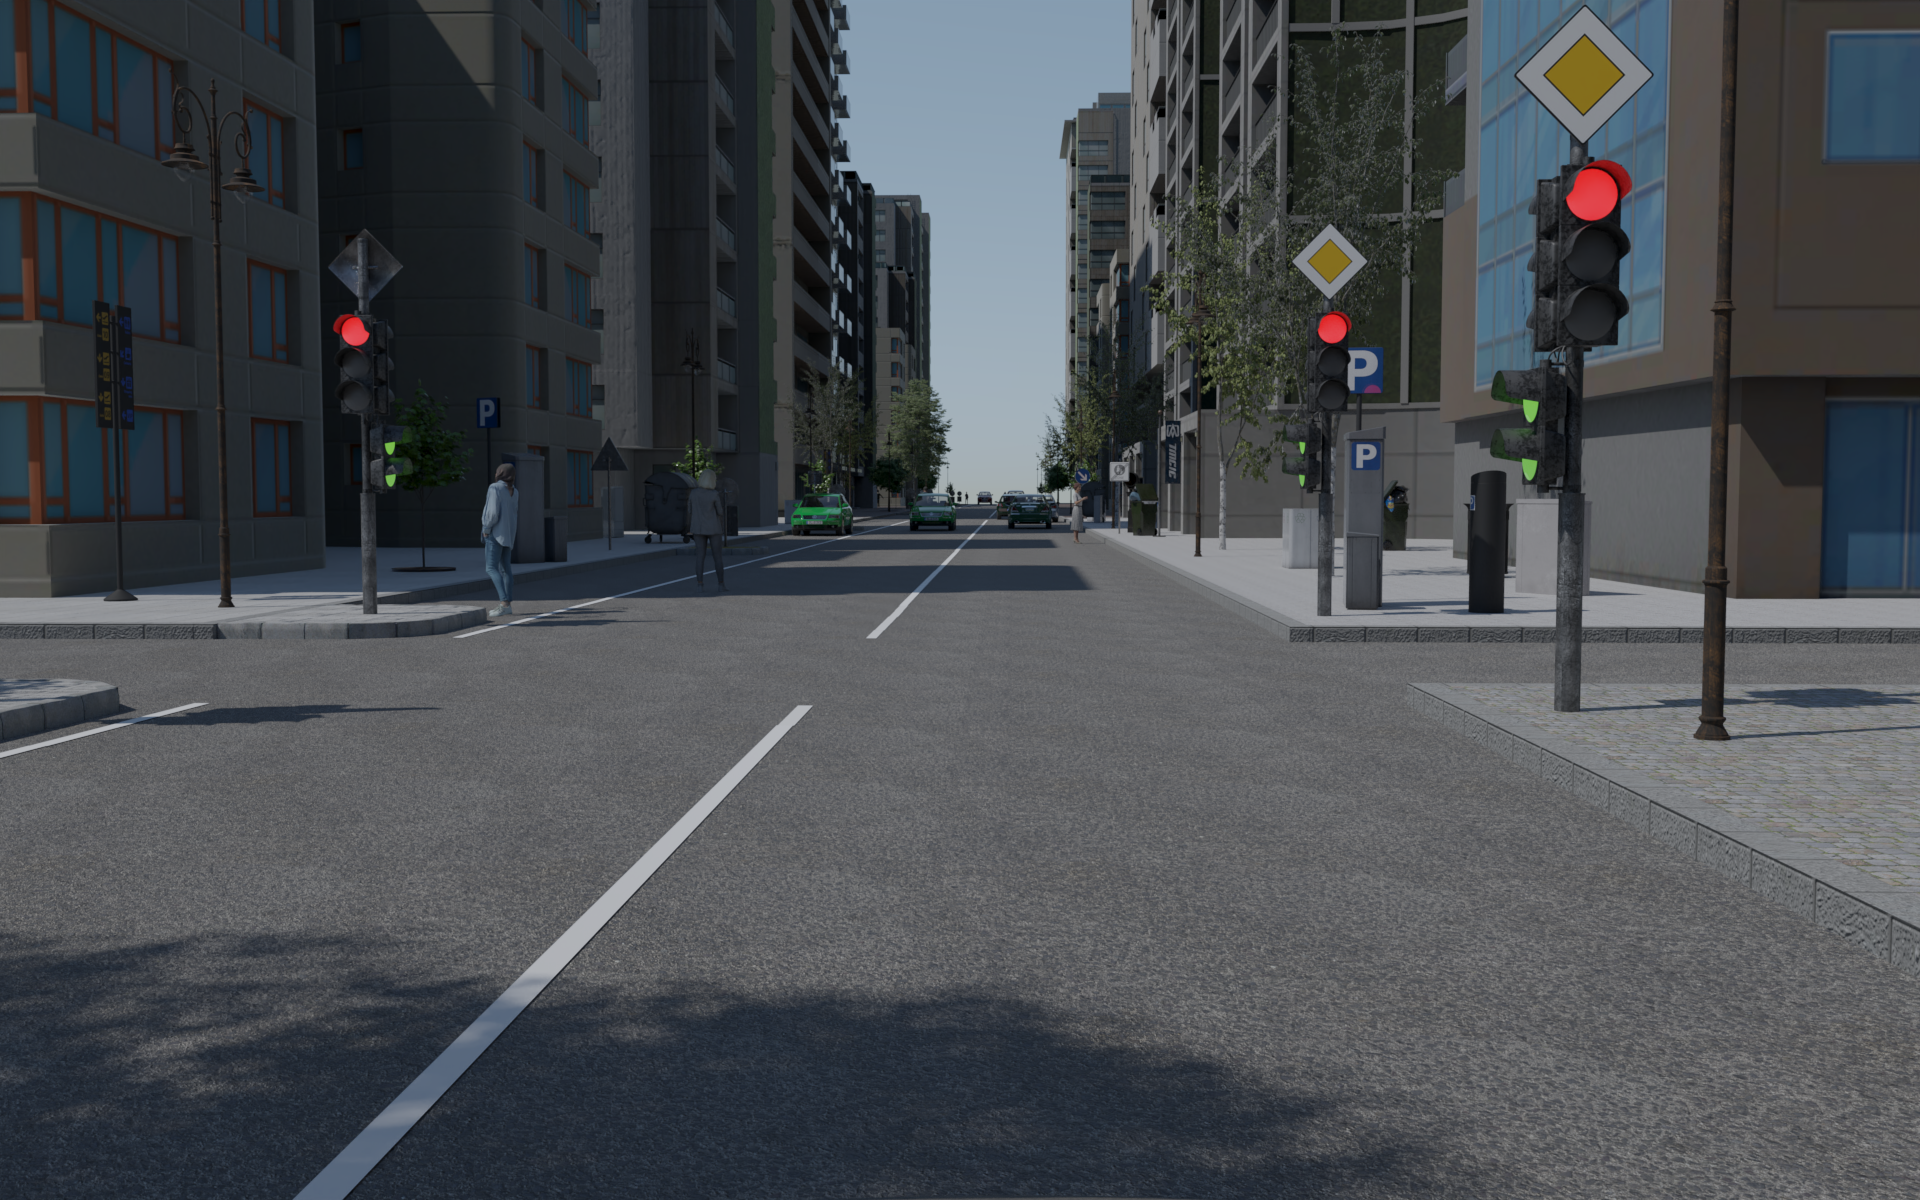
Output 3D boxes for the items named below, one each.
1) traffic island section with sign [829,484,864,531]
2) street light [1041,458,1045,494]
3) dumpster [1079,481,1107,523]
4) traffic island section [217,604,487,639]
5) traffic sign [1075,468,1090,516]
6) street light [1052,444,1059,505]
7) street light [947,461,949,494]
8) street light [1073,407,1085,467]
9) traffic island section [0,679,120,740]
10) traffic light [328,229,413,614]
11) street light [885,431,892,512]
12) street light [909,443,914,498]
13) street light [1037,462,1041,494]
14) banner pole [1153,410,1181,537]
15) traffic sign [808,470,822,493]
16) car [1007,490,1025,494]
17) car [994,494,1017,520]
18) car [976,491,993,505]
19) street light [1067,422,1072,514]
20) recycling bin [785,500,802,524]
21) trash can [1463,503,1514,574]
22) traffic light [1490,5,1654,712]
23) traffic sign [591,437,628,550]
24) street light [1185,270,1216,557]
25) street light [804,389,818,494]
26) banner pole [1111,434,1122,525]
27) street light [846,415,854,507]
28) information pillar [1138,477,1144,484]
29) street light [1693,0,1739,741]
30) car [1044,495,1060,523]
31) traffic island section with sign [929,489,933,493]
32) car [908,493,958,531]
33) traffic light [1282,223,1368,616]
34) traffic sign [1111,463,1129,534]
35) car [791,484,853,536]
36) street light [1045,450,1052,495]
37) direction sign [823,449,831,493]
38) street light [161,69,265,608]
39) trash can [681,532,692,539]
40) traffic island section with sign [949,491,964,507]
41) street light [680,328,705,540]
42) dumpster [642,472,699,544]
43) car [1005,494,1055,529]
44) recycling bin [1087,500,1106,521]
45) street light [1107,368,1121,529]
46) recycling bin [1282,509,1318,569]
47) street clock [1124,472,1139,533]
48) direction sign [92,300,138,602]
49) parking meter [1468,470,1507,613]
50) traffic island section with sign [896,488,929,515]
[{"bbox_3d":[-4.825,-3.655,68.380,1.989,1.847,2.006,0,4,2],"label":"traffic island section with sign"},{"bbox_3d":[9.652,-13.622,195.508,0.468,5.910,1.993,0,4,2],"label":"street light"},{"bbox_3d":[6.026,-4.465,78.766,1.264,1.857,1.865,0,4,2],"label":"dumpster"},{"bbox_3d":[-6.331,0.229,18.542,2.009,0.180,2.903,0,4,2],"label":"traffic island section"},{"bbox_3d":[6.082,-5.256,86.041,0.768,2.556,0.104,0,4,3],"label":"traffic sign"},{"bbox_3d":[7.921,-10.249,140.365,0.468,5.910,1.993,0,4,2],"label":"street light"},{"bbox_3d":[-1.660,-16.065,235.442,0.468,5.910,1.993,0,4,2],"label":"street light"},{"bbox_3d":[6.465,-7.319,92.452,0.468,5.910,1.993,0,4,2],"label":"street light"},{"bbox_3d":[-6.573,0.717,10.561,2.009,0.180,2.903,0,4,2],"label":"traffic island section"},{"bbox_3d":[-6.291,-1.803,18.406,0.839,4.253,0.868,0,4,2],"label":"traffic light"},{"bbox_3d":[-5.073,-9.273,124.395,0.468,5.910,1.993,0,4,2],"label":"street light"},{"bbox_3d":[-4.216,-10.996,152.567,0.468,5.910,1.993,0,4,2],"label":"street light"},{"bbox_3d":[10.521,-15.349,223.739,0.468,5.910,1.993,0,4,2],"label":"street light"},{"bbox_3d":[6.205,-3.780,51.818,0.863,3.779,0.401,0,4,-2],"label":"banner pole"},{"bbox_3d":[-6.287,-4.462,75.088,0.606,2.300,0.079,0,4,4],"label":"traffic sign"},{"bbox_3d":[5.208,-9.381,162.047,2.281,1.827,5.304,0,4,1],"label":"car"},{"bbox_3d":[2.947,-5.391,97.931,2.009,1.686,4.222,0,4,2],"label":"car"},{"bbox_3d":[3.362,-13.835,234.879,2.281,1.827,5.304,0,4,1],"label":"car"},{"bbox_3d":[7.166,-8.496,111.692,0.468,5.910,1.993,0,4,2],"label":"street light"},{"bbox_3d":[-6.993,-3.747,73.824,0.722,1.027,0.722,2,4,32],"label":"recycling bin"},{"bbox_3d":[8.095,-0.912,26.560,0.748,1.137,0.748,0,3,0],"label":"trash can"},{"bbox_3d":[3.574,-1.297,10.135,0.839,4.253,0.868,0,4,2],"label":"traffic light"},{"bbox_3d":[-7.998,-2.416,39.512,0.884,2.594,0.081,0,4,6],"label":"traffic sign"},{"bbox_3d":[4.874,-3.823,35.293,0.468,5.910,1.993,0,4,2],"label":"street light"},{"bbox_3d":[-6.588,-6.344,76.509,0.468,5.910,1.993,0,4,2],"label":"street light"},{"bbox_3d":[6.559,-4.999,71.750,0.401,3.779,0.863,2,4,30],"label":"banner pole"},{"bbox_3d":[-6.040,-7.489,95.235,0.468,5.910,1.993,0,4,2],"label":"street light"},{"bbox_3d":[7.806,-4.316,75.056,0.304,2.012,0.304,0,4,4],"label":"information pillar"},{"bbox_3d":[3.944,-2.209,8.906,0.468,5.910,1.993,0,4,2],"label":"street light"},{"bbox_3d":[4.115,-4.673,88.405,2.014,1.417,4.499,0,4,1],"label":"car"},{"bbox_3d":[-2.492,-8.344,145.050,1.989,1.847,2.006,0,4,2],"label":"traffic island section with sign"},{"bbox_3d":[-1.064,-3.675,68.882,1.959,1.807,4.718,0,4,1],"label":"car"},{"bbox_3d":[3.816,-1.786,18.116,0.839,4.253,0.868,0,4,2],"label":"traffic light"},{"bbox_3d":[5.141,-3.284,55.827,0.606,2.300,0.079,0,4,8],"label":"traffic sign"},{"bbox_3d":[-4.807,-3.178,60.748,1.959,1.807,4.718,0,4,3],"label":"car"},{"bbox_3d":[8.868,-12.021,169.331,0.468,5.910,1.993,0,4,2],"label":"street light"},{"bbox_3d":[-6.728,-5.847,87.593,0.379,3.537,0.876,1,4,18],"label":"direction sign"},{"bbox_3d":[-8.308,-2.853,19.435,0.468,5.910,1.993,0,4,2],"label":"street light"},{"bbox_3d":[-7.768,-2.350,50.078,0.748,1.137,0.748,0,3,0],"label":"trash can"},{"bbox_3d":[-0.816,-11.739,200.562,1.989,1.847,2.006,0,4,2],"label":"traffic island section with sign"},{"bbox_3d":[-7.440,-4.621,48.336,0.468,5.910,1.993,0,4,2],"label":"street light"},{"bbox_3d":[-7.560,-2.427,45.442,1.264,1.857,1.865,0,4,2],"label":"dumpster"},{"bbox_3d":[2.944,-3.726,72.713,2.131,1.459,4.920,0,4,3],"label":"car"},{"bbox_3d":[6.509,-4.286,82.636,0.722,1.027,0.722,-1,4,-15],"label":"recycling bin"},{"bbox_3d":[5.664,-5.568,63.818,0.468,5.910,1.993,0,4,2],"label":"street light"},{"bbox_3d":[6.007,-1.068,30.013,0.722,1.027,0.722,0,4,0],"label":"recycling bin"},{"bbox_3d":[5.673,-3.233,57.435,0.471,2.002,0.358,1,4,23],"label":"street clock"},{"bbox_3d":[-10.097,-1.757,20.730,0.379,3.537,0.876,0,4,1],"label":"direction sign"},{"bbox_3d":[5.705,-0.631,18.734,0.372,1.533,0.369,0,3,0],"label":"parking meter"},{"bbox_3d":[-3.321,-6.696,118.108,1.989,1.847,2.006,0,4,2],"label":"traffic island section with sign"}]
